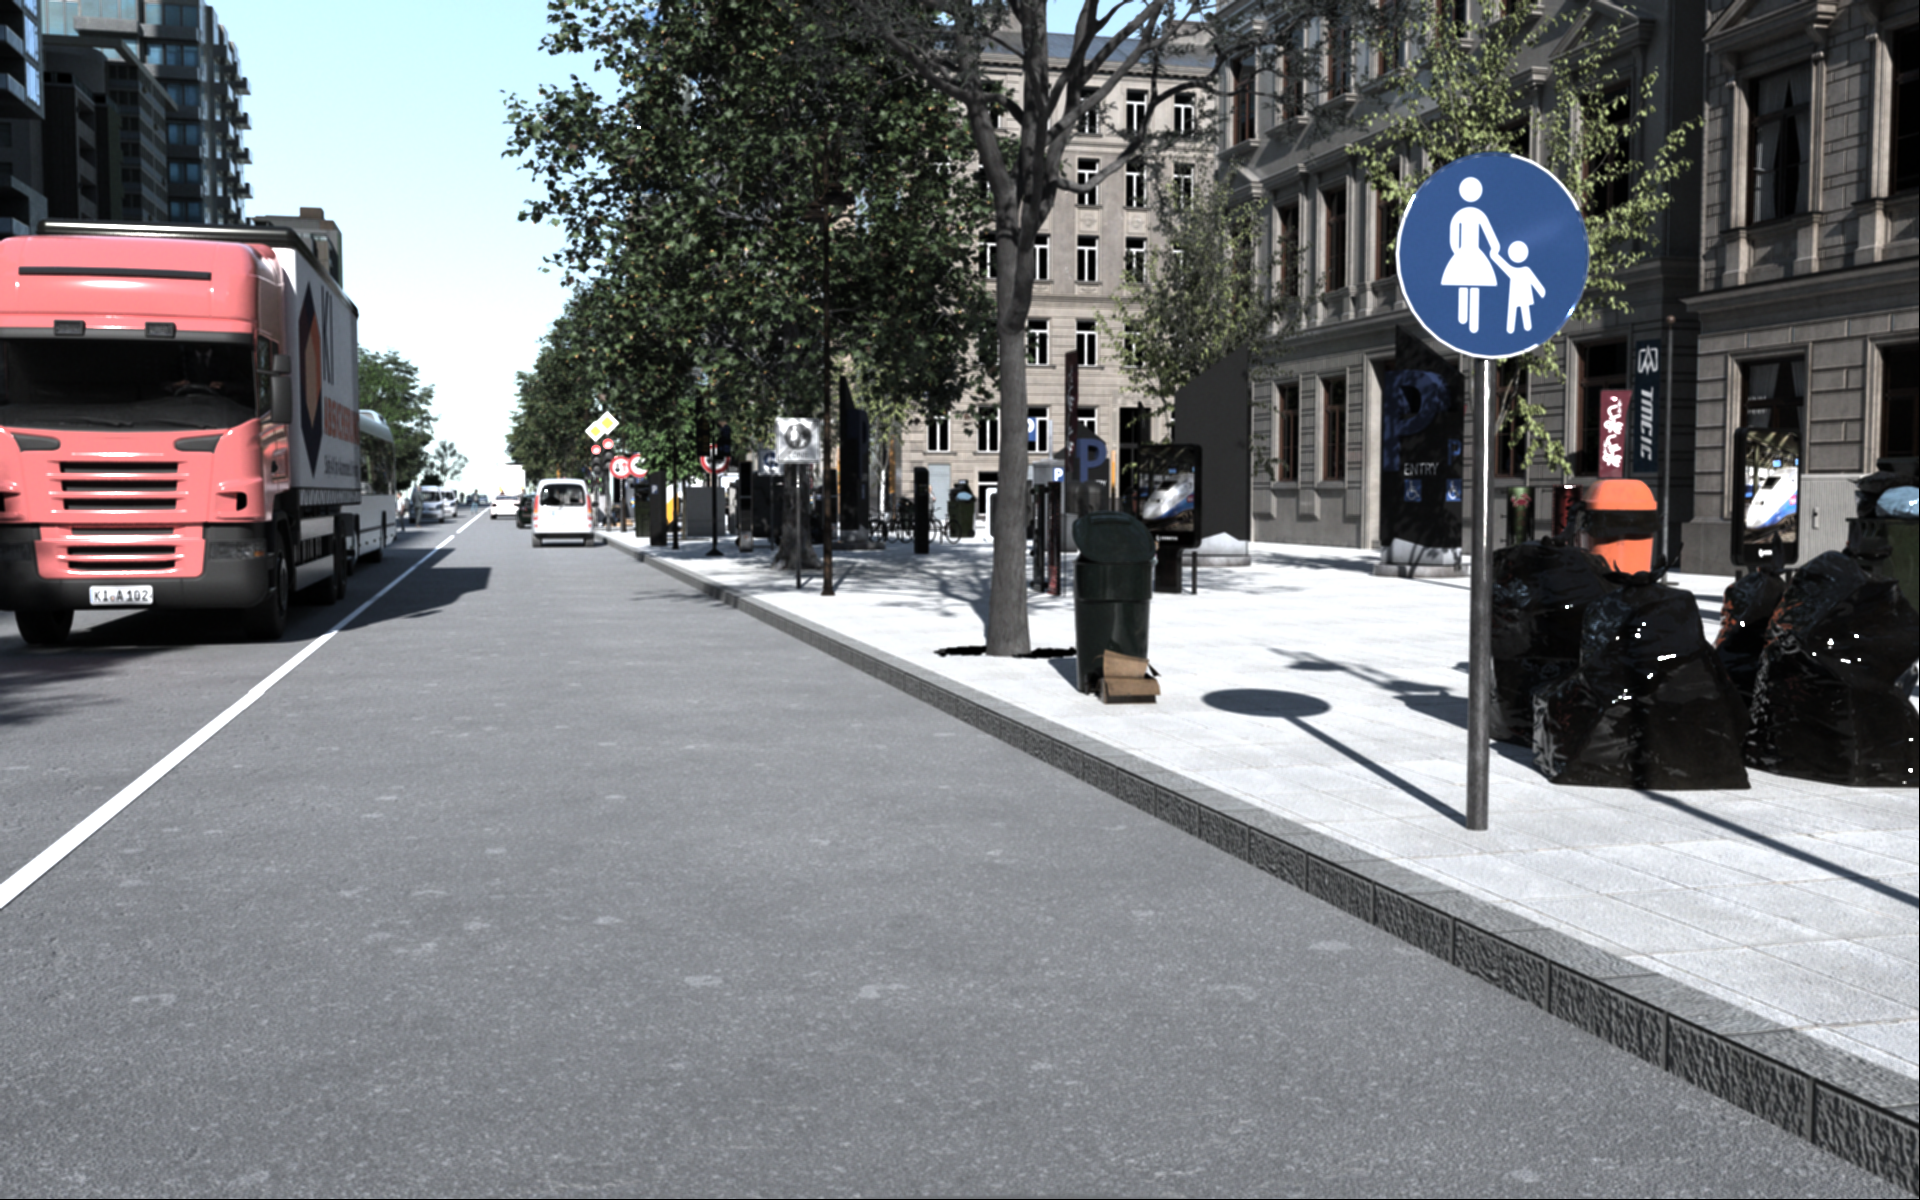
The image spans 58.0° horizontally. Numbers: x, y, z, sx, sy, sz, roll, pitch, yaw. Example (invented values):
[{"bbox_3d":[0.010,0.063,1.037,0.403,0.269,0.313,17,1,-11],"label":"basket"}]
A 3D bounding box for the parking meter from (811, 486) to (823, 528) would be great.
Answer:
[{"bbox_3d":[-4.195,-2.600,50.920,0.372,1.533,0.369,0,3,0],"label":"parking meter"}]

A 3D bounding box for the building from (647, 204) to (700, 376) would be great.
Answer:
[{"bbox_3d":[-39.405,-34.487,247.457,14.154,41.232,14.086,-1,4,-15],"label":"building"}]

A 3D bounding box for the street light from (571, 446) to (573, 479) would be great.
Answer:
[{"bbox_3d":[-22.610,-7.834,100.881,0.468,5.910,1.993,-1,4,-15],"label":"street light"}]

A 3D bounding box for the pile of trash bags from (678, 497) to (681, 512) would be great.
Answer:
[{"bbox_3d":[-20.027,-6.804,121.005,3.447,1.369,1.912,-2,4,-26],"label":"pile of trash bags"}]

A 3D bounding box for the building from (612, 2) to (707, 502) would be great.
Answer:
[{"bbox_3d":[-45.083,-59.373,283.418,22.319,86.520,31.000,-1,4,-15],"label":"building"}]

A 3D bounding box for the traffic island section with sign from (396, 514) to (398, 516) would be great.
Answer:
[{"bbox_3d":[-37.365,-6.333,112.165,1.989,1.847,2.006,-1,4,-15],"label":"traffic island section with sign"}]

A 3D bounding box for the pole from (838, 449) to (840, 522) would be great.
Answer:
[{"bbox_3d":[-5.424,-5.167,78.323,0.158,3.312,0.155,0,3,0],"label":"pole"}]

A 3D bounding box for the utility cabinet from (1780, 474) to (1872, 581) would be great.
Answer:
[{"bbox_3d":[9.397,-0.633,19.027,0.318,1.500,1.173,-2,4,-30],"label":"utility cabinet"}]

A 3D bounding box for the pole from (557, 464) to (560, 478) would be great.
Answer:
[{"bbox_3d":[-26.460,-7.365,114.253,0.158,3.312,0.155,0,3,0],"label":"pole"}]

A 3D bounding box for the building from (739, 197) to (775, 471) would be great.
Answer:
[{"bbox_3d":[-9.002,-21.164,133.416,14.401,28.519,23.554,-1,4,-15],"label":"building"}]

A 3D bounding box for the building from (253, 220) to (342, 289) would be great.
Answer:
[{"bbox_3d":[-100.315,-35.206,259.213,14.154,41.232,14.086,-1,4,-15],"label":"building"}]

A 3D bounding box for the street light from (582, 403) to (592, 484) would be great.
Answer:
[{"bbox_3d":[-17.688,-6.689,82.148,0.468,5.910,1.993,-1,4,-15],"label":"street light"}]

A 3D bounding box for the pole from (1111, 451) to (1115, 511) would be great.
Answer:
[{"bbox_3d":[7.221,-5.375,81.718,0.158,3.312,0.155,0,3,0],"label":"pole"}]

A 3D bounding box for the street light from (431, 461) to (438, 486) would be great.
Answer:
[{"bbox_3d":[-72.067,-16.137,236.632,0.468,5.910,1.993,-1,4,-15],"label":"street light"}]

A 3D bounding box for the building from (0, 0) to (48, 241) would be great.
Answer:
[{"bbox_3d":[-57.714,-47.102,82.788,22.319,86.520,31.000,-1,4,-15],"label":"building"}]

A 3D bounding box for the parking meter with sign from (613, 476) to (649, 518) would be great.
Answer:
[{"bbox_3d":[-15.385,-5.203,81.333,1.738,3.016,0.543,-2,4,-32],"label":"parking meter with sign"}]

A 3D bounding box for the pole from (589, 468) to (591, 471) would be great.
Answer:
[{"bbox_3d":[-27.641,-8.298,129.511,0.158,3.312,0.155,0,3,0],"label":"pole"}]

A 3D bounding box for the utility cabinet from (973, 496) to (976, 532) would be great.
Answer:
[{"bbox_3d":[0.287,-2.875,58.164,0.306,1.237,1.020,1,4,12],"label":"utility cabinet"}]

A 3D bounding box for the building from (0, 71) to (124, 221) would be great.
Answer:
[{"bbox_3d":[-65.719,-21.168,117.792,14.160,30.474,14.107,-1,4,-15],"label":"building"}]

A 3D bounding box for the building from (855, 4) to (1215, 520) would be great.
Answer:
[{"bbox_3d":[7.415,-18.037,92.173,25.104,27.353,12.463,-1,4,-15],"label":"building"}]

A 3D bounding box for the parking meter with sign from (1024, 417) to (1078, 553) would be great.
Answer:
[{"bbox_3d":[1.971,-2.588,38.575,0.543,3.016,1.738,-3,4,-36],"label":"parking meter with sign"}]

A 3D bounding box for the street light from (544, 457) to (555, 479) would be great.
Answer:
[{"bbox_3d":[-37.046,-11.215,156.149,0.468,5.910,1.993,-1,4,-15],"label":"street light"}]

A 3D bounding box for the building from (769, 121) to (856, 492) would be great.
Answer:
[{"bbox_3d":[-4.319,-19.951,112.105,13.634,28.700,20.117,-1,4,-15],"label":"building"}]

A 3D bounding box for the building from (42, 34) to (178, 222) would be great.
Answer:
[{"bbox_3d":[-78.195,-27.397,139.818,32.217,40.220,23.993,-1,4,-15],"label":"building"}]

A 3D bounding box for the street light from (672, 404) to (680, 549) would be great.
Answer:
[{"bbox_3d":[-6.628,-4.122,40.185,0.468,5.910,1.993,-1,4,-15],"label":"street light"}]

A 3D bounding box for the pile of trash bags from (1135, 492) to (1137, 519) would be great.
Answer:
[{"bbox_3d":[10.628,-4.621,85.303,3.447,1.369,1.912,-3,5,-42],"label":"pile of trash bags"}]

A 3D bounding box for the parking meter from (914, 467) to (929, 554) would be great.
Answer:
[{"bbox_3d":[-0.830,-1.934,37.331,0.255,1.863,0.399,-1,4,-14],"label":"parking meter"}]

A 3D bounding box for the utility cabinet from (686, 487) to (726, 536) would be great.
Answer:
[{"bbox_3d":[-7.696,-2.670,52.330,1.173,1.500,0.318,-1,4,-19],"label":"utility cabinet"}]

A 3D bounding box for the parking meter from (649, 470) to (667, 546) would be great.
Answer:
[{"bbox_3d":[-7.450,-2.264,42.719,0.399,1.863,0.255,2,4,35],"label":"parking meter"}]

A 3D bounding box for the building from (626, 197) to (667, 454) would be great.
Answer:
[{"bbox_3d":[-42.724,-37.367,261.057,14.600,45.320,14.200,-1,4,-15],"label":"building"}]

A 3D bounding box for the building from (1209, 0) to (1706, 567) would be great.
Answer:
[{"bbox_3d":[14.475,-12.478,40.168,11.583,22.565,21.152,-1,4,-15],"label":"building"}]

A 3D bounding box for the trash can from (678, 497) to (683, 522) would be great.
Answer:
[{"bbox_3d":[-12.994,-4.213,80.531,0.748,1.137,0.748,0,3,0],"label":"trash can"}]

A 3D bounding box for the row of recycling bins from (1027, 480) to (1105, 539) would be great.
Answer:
[{"bbox_3d":[3.020,-2.678,50.894,1.069,1.692,3.534,3,5,44],"label":"row of recycling bins"}]

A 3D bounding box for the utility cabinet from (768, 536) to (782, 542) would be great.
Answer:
[{"bbox_3d":[-4.842,-2.280,45.953,0.318,1.500,1.173,0,4,6],"label":"utility cabinet"}]

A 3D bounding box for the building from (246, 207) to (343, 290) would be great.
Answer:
[{"bbox_3d":[-104.739,-38.068,272.524,14.600,45.320,14.200,-1,4,-15],"label":"building"}]

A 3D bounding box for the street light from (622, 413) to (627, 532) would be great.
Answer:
[{"bbox_3d":[-11.396,-5.252,58.660,0.468,5.910,1.993,-1,4,-15],"label":"street light"}]

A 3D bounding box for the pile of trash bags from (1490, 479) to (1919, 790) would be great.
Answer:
[{"bbox_3d":[3.703,0.041,9.075,1.912,1.369,3.447,1,4,9],"label":"pile of trash bags"}]

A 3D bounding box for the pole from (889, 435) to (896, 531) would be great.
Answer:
[{"bbox_3d":[-2.334,-4.033,59.790,0.158,3.312,0.155,0,3,0],"label":"pole"}]

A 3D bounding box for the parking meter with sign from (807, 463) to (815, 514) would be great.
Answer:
[{"bbox_3d":[-6.193,-4.441,68.879,0.543,3.016,1.738,-1,4,-17],"label":"parking meter with sign"}]

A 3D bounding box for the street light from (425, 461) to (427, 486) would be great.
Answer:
[{"bbox_3d":[-67.242,-15.008,218.165,0.468,5.910,1.993,-1,4,-15],"label":"street light"}]

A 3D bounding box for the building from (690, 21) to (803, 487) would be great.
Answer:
[{"bbox_3d":[-14.990,-44.410,164.363,20.563,71.187,20.611,-1,4,-15],"label":"building"}]

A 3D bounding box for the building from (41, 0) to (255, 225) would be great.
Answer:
[{"bbox_3d":[-80.883,-33.476,166.935,23.786,49.044,30.456,-1,4,-15],"label":"building"}]

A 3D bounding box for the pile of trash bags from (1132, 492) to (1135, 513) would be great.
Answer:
[{"bbox_3d":[11.688,-7.411,130.928,1.912,1.369,3.447,-1,4,-17],"label":"pile of trash bags"}]

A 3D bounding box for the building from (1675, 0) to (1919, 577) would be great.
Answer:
[{"bbox_3d":[18.484,-9.492,19.820,10.561,19.102,19.286,-1,4,-15],"label":"building"}]

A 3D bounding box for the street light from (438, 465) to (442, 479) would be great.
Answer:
[{"bbox_3d":[-77.045,-17.290,255.472,0.468,5.910,1.993,-1,4,-15],"label":"street light"}]

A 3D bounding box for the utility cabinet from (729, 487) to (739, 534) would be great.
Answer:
[{"bbox_3d":[-6.716,-2.809,54.610,1.173,1.500,0.318,-3,5,-43],"label":"utility cabinet"}]

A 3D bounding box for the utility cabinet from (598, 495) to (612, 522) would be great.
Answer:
[{"bbox_3d":[-16.313,-4.123,78.568,1.020,1.237,0.306,-3,5,-41],"label":"utility cabinet"}]

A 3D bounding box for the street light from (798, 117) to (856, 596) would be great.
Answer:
[{"bbox_3d":[-1.673,-2.995,21.759,0.468,5.910,1.993,-1,4,-15],"label":"street light"}]

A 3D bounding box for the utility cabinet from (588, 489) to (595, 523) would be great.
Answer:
[{"bbox_3d":[-16.484,-4.168,76.828,0.318,1.500,1.173,-2,4,-35],"label":"utility cabinet"}]
